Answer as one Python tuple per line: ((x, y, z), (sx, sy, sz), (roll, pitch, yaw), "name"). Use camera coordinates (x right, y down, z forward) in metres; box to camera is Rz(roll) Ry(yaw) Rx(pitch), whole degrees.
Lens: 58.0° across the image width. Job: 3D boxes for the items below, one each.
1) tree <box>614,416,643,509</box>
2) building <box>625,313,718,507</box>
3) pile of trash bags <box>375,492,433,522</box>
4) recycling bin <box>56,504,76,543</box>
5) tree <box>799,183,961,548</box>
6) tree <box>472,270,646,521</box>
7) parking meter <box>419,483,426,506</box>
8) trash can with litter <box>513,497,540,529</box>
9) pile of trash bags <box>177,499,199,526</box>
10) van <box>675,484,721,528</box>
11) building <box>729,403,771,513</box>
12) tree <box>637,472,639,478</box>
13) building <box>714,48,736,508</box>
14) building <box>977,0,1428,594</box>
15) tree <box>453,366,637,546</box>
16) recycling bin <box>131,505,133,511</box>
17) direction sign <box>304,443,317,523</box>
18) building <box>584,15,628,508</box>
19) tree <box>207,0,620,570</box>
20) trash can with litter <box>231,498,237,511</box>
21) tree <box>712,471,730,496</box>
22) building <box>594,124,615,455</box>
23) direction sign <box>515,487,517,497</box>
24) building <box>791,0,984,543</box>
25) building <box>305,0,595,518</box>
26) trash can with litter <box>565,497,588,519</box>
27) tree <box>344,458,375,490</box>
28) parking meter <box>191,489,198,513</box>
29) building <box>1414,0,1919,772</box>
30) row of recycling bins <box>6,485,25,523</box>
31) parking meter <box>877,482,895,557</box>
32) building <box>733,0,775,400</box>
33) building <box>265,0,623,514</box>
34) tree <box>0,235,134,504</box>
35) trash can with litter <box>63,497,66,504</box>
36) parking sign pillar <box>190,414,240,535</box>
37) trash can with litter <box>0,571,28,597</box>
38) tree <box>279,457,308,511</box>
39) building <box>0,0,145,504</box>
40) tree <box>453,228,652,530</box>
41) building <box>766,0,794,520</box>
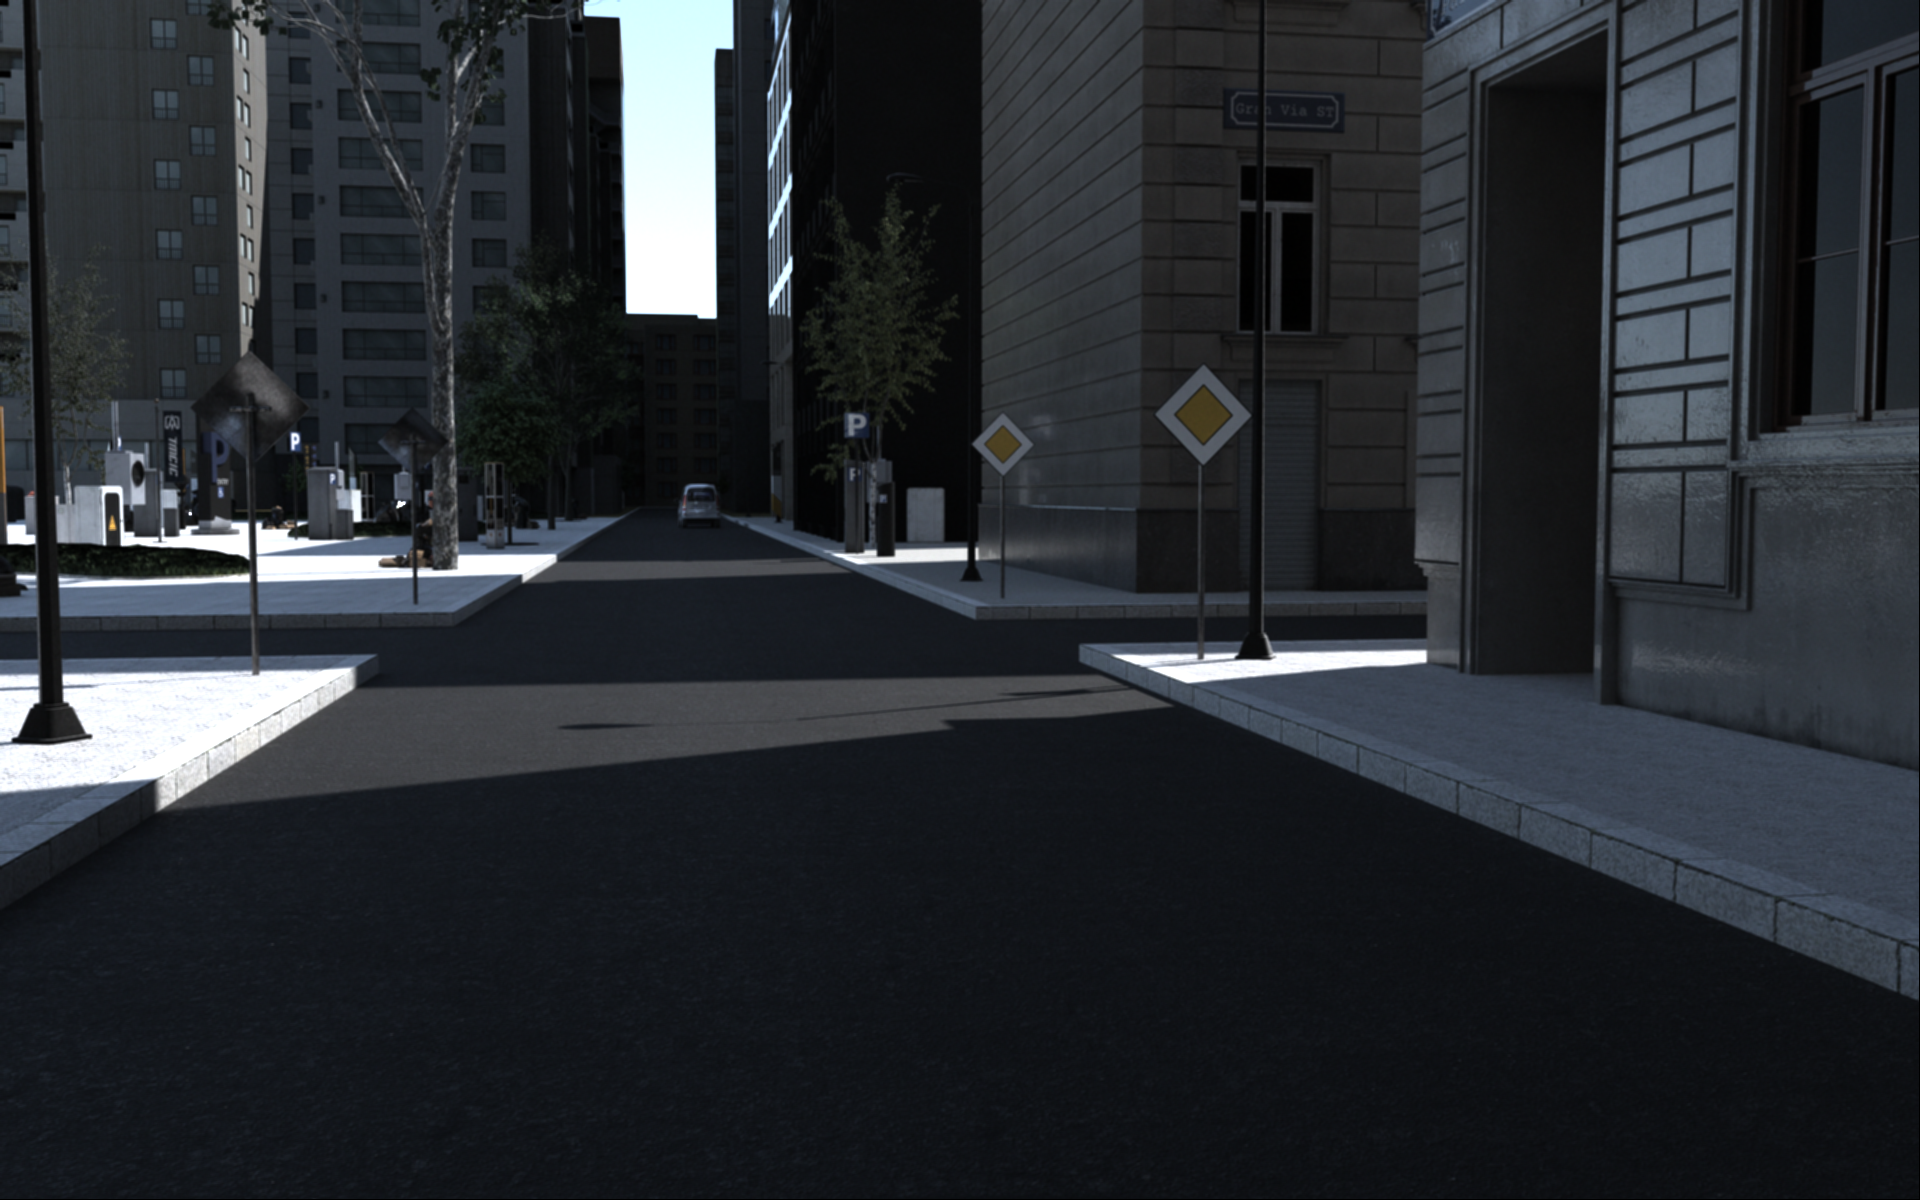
((-29.688, -12.367, 152.561), (4.360, 8.622, 3.978), (0, 3, 0), "tree")
((-39.895, -21.051, 189.219), (28.899, 21.520, 27.650), (-1, 4, -10), "building")
((-21.749, -3.630, 69.102), (1.912, 1.369, 3.447), (1, 4, 15), "pile of trash bags")
((-22.222, -1.858, 42.933), (0.722, 1.027, 0.722), (3, 5, 43), "recycling bin")
((-2.075, -5.575, 41.507), (4.737, 8.622, 4.395), (0, 3, 0), "tree")
((-18.574, -9.512, 81.271), (9.928, 11.665, 9.643), (0, 3, 0), "tree")
((-27.721, -5.117, 89.382), (0.399, 1.863, 0.255), (-2, 4, -24), "parking meter")
((-15.909, -3.199, 63.698), (1.055, 1.170, 0.624), (2, 4, 25), "trash can with litter")
((-30.949, -3.695, 70.161), (3.447, 1.369, 1.912), (2, 4, 30), "pile of trash bags")
((-11.282, -4.146, 74.806), (2.013, 2.044, 4.112), (-1, 4, -12), "van")
((-3.510, -48.949, 112.989), (22.319, 86.520, 31.000), (-1, 4, -10), "building")
((-28.617, -9.893, 145.471), (4.285, 4.588, 4.351), (0, 3, 0), "tree")
((-16.061, -29.374, 163.862), (14.154, 41.232, 14.086), (-1, 4, -10), "building")
((13.273, -14.178, 29.079), (25.104, 27.353, 12.463), (-1, 4, -10), "building")
((-11.306, -3.666, 43.653), (4.285, 4.588, 4.351), (0, 3, 0), "tree")
((-37.212, -4.053, 78.814), (0.722, 1.027, 0.722), (3, 5, 41), "recycling bin")
((-28.844, -5.195, 76.938), (0.379, 3.537, 0.876), (1, 4, 14), "direction sign")
((-38.248, -31.196, 160.159), (14.200, 45.320, 14.600), (-1, 4, -10), "building")
((-10.079, -10.608, 29.327), (12.611, 20.169, 13.585), (0, 3, 0), "tree")
((-36.637, -4.650, 87.409), (0.624, 1.170, 1.055), (3, 4, 36), "trash can with litter")
((-20.153, -9.277, 146.288), (1.663, 3.219, 1.824), (0, 3, 0), "tree")
((-34.218, -22.177, 134.300), (14.160, 30.474, 14.107), (-1, 4, -10), "building")
((-18.323, -4.862, 71.491), (0.379, 3.537, 0.876), (1, 4, 13), "direction sign")
((1.489, -13.717, 53.954), (12.332, 23.373, 15.834), (-1, 4, -10), "building")
((-28.686, -20.066, 99.788), (14.160, 30.474, 14.107), (-1, 4, -10), "building")
((-19.376, -4.659, 87.557), (1.055, 1.170, 0.624), (-3, 5, -40), "trash can with litter")
((-31.807, -5.935, 91.644), (1.663, 3.219, 1.824), (0, 3, 0), "tree")
((-39.067, -4.896, 88.466), (0.372, 1.533, 0.369), (0, 3, 0), "parking meter")
((10.063, -10.249, 3.731), (11.583, 22.565, 21.152), (-1, 4, -10), "building")
((-47.472, -4.875, 86.822), (1.069, 1.692, 3.534), (-2, 4, -26), "row of recycling bins")
((-1.525, -1.663, 35.602), (0.372, 1.533, 0.369), (0, 3, 0), "parking meter")
((-8.132, -36.775, 143.269), (21.231, 58.520, 28.212), (-1, 4, -10), "building")
((-33.479, -41.428, 115.607), (20.563, 71.187, 20.611), (-1, 4, -10), "building")
((-24.573, -5.936, 47.409), (4.360, 8.622, 3.978), (0, 3, 0), "tree")
((-44.752, -4.625, 86.678), (2.233, 1.210, 1.678), (3, 4, 36), "trash can with litter")
((-23.482, -4.039, 54.511), (1.447, 3.967, 1.447), (0, 4, 5), "parking sign pillar")
((-12.218, -0.618, 21.486), (0.624, 1.170, 1.055), (2, 4, 26), "trash can with litter")
((-34.298, -5.797, 89.375), (1.663, 3.219, 1.824), (0, 3, 0), "tree")
((-71.867, -34.119, 147.080), (27.495, 52.752, 28.713), (-1, 4, -10), "building")
((-14.853, -7.793, 61.836), (8.767, 10.594, 7.601), (1, 4, 16), "tree")
((1.849, -16.841, 79.867), (19.350, 26.468, 34.151), (-1, 4, -10), "building")
